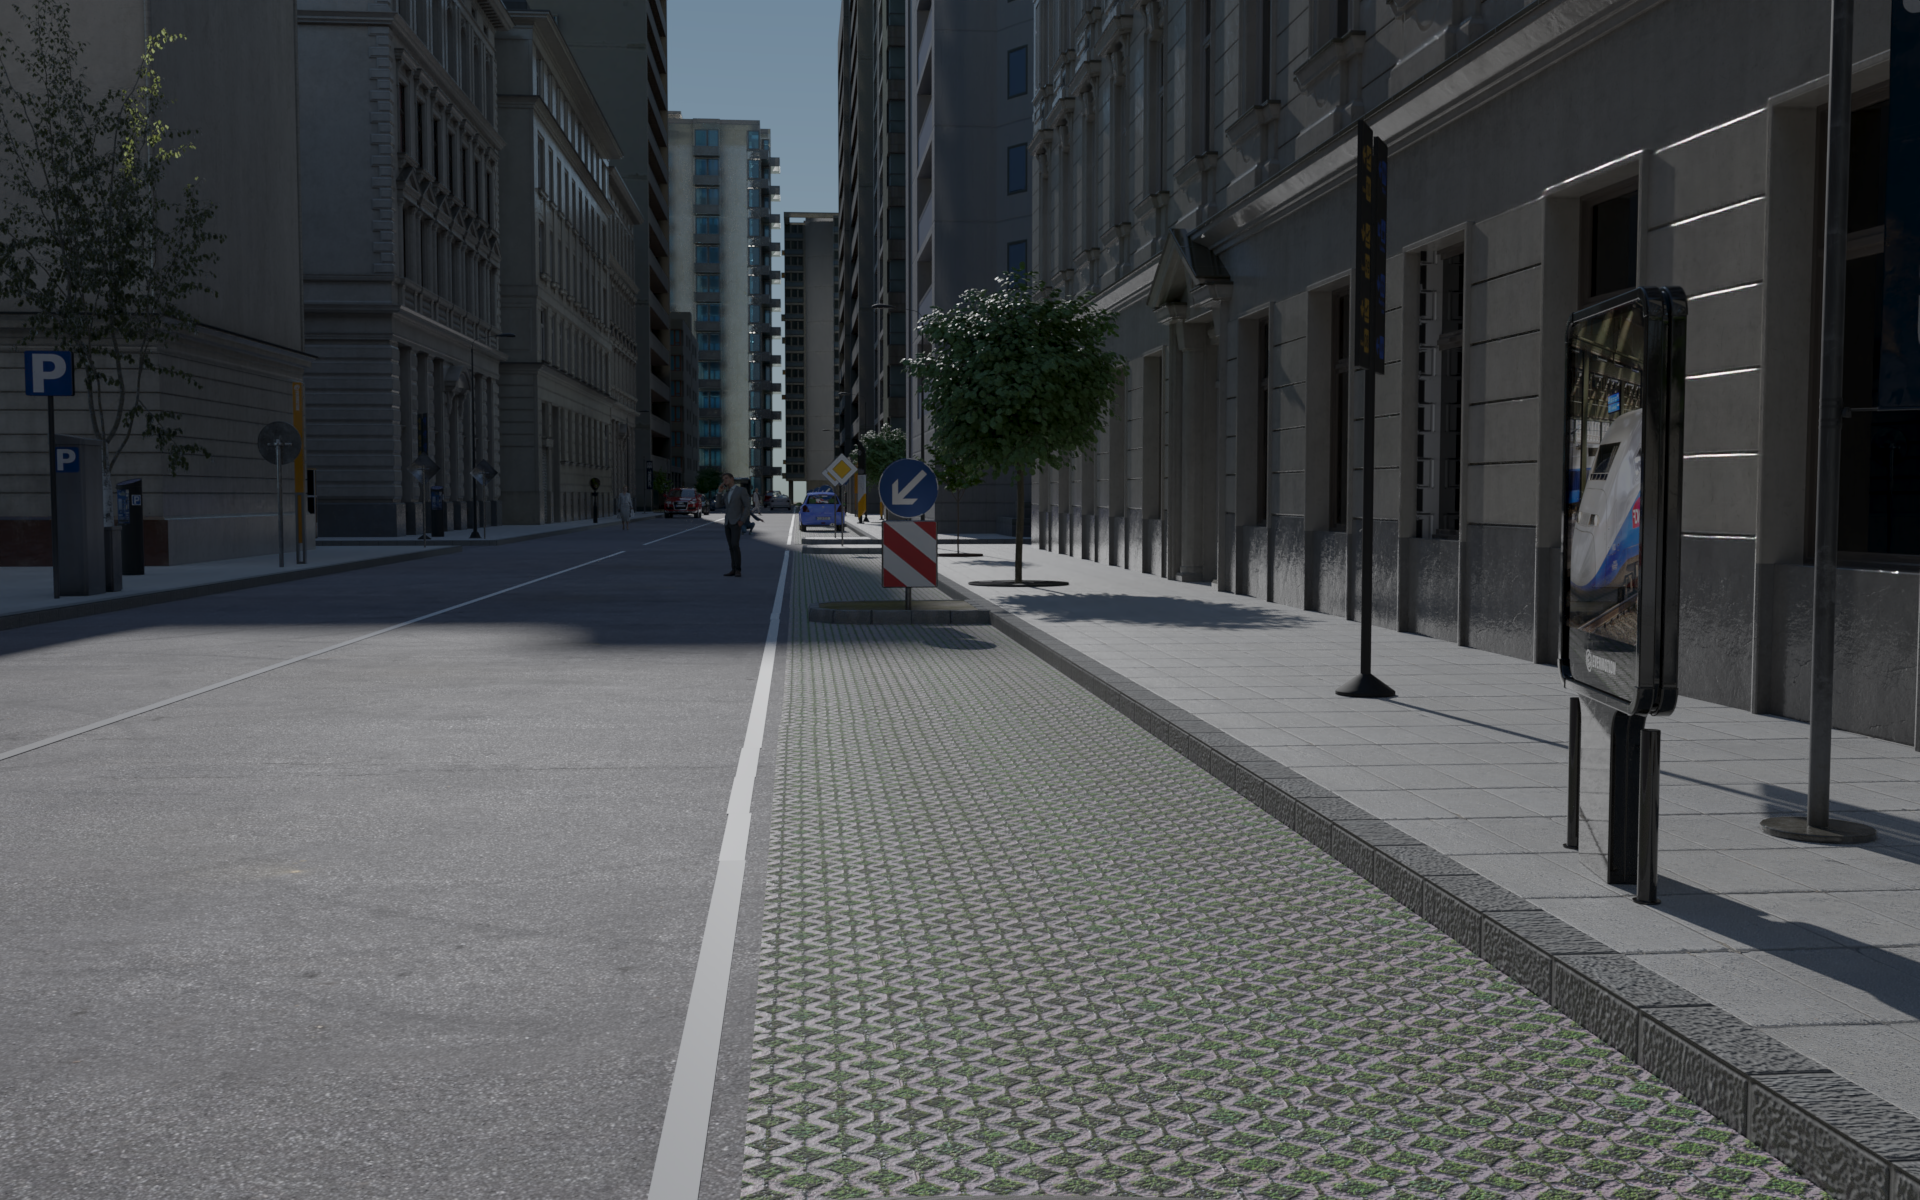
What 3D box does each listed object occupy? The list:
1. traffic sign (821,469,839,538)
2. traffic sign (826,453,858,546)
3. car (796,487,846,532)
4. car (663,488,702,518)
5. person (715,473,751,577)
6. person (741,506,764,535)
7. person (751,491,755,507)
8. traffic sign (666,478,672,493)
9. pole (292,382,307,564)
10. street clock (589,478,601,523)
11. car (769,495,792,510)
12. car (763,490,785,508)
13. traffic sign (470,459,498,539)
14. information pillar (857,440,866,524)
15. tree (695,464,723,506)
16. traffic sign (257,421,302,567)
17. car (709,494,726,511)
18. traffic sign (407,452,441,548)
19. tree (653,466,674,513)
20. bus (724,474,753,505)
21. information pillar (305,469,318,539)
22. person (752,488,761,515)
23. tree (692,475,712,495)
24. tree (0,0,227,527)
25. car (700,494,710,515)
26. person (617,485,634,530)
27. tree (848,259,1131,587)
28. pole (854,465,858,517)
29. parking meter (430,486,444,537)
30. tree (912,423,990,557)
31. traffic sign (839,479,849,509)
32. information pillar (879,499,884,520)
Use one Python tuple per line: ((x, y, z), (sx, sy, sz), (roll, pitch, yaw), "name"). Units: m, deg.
((-3.634, -2.858, 50.368), (0.795, 2.450, 0.064), (0, 4, -5), "traffic sign")
((-2.889, -2.372, 42.418), (0.795, 2.450, 0.064), (0, 4, -5), "traffic sign")
((-5.356, -3.504, 66.877), (1.945, 1.707, 3.694), (0, 4, -7), "car")
((-16.614, -5.830, 103.985), (2.281, 1.827, 5.304), (0, 4, -6), "car")
((-3.953, -1.313, 30.142), (0.473, 1.802, 0.592), (-3, 4, -39), "person")
((-7.376, -2.861, 60.783), (1.012, 1.151, 0.738), (-1, 4, -20), "person")
((-23.400, -11.477, 196.143), (0.705, 1.824, 1.348), (1, 4, 21), "person")
((-20.288, -7.260, 119.891), (0.795, 2.450, 0.064), (0, 4, -5), "traffic sign")
((-12.086, -2.315, 31.700), (0.158, 3.312, 0.155), (0, 3, 0), "pole")
((-16.074, -4.387, 76.291), (0.471, 2.002, 0.358), (-1, 4, -16), "street clock")
((-15.984, -8.682, 154.309), (2.083, 1.381, 4.827), (0, 4, -5), "car")
((-19.554, -10.584, 181.723), (2.281, 1.827, 5.304), (0, 4, -5), "car")
((-13.587, -2.802, 49.460), (0.795, 2.450, 0.064), (0, 4, -5), "traffic sign")
((-4.251, -5.108, 74.871), (0.183, 3.616, 0.504), (-3, 5, -40), "information pillar")
((-27.047, -12.465, 187.519), (4.285, 4.588, 4.351), (0, 3, 0), "tree")
((-11.892, -1.846, 30.283), (0.768, 2.556, 0.104), (0, 4, -1), "traffic sign")
((-20.279, -8.264, 147.123), (2.014, 1.417, 4.499), (0, 4, -4), "car")
((-12.842, -2.316, 41.509), (0.795, 2.450, 0.064), (0, 4, -5), "traffic sign")
((-20.355, -7.580, 118.532), (1.663, 3.219, 1.824), (0, 3, 0), "tree")
((-23.242, -11.439, 181.893), (2.948, 3.499, 13.247), (0, 4, -7), "bus")
((-18.725, -2.781, 49.969), (0.304, 2.012, 0.304), (-1, 4, -12), "information pillar")
((-13.892, -6.703, 117.967), (0.818, 1.842, 0.514), (1, 4, 9), "person")
((-26.725, -11.376, 180.592), (1.663, 3.219, 1.824), (0, 3, 0), "tree")
((-12.581, -4.580, 25.242), (4.360, 8.622, 3.978), (0, 3, 0), "tree")
((-18.174, -6.681, 119.013), (2.009, 1.686, 4.222), (0, 4, -5), "car")
((-13.291, -3.673, 68.913), (0.694, 1.780, 0.624), (0, 4, 1), "person")
((0.762, -2.487, 24.375), (4.285, 4.588, 4.351), (0, 3, 0), "tree")
((-5.835, -6.331, 97.357), (0.158, 3.312, 0.155), (0, 3, 0), "pole")
((-15.633, -2.654, 51.803), (0.372, 1.533, 0.369), (0, 3, 0), "parking meter")
((-0.169, -2.506, 35.582), (1.663, 3.219, 1.824), (0, 3, 0), "tree")
((-7.281, -6.578, 107.660), (0.768, 2.556, 0.104), (0, 4, 3), "traffic sign")
((-3.842, -5.755, 85.448), (0.183, 3.616, 0.504), (1, 4, 13), "information pillar")
